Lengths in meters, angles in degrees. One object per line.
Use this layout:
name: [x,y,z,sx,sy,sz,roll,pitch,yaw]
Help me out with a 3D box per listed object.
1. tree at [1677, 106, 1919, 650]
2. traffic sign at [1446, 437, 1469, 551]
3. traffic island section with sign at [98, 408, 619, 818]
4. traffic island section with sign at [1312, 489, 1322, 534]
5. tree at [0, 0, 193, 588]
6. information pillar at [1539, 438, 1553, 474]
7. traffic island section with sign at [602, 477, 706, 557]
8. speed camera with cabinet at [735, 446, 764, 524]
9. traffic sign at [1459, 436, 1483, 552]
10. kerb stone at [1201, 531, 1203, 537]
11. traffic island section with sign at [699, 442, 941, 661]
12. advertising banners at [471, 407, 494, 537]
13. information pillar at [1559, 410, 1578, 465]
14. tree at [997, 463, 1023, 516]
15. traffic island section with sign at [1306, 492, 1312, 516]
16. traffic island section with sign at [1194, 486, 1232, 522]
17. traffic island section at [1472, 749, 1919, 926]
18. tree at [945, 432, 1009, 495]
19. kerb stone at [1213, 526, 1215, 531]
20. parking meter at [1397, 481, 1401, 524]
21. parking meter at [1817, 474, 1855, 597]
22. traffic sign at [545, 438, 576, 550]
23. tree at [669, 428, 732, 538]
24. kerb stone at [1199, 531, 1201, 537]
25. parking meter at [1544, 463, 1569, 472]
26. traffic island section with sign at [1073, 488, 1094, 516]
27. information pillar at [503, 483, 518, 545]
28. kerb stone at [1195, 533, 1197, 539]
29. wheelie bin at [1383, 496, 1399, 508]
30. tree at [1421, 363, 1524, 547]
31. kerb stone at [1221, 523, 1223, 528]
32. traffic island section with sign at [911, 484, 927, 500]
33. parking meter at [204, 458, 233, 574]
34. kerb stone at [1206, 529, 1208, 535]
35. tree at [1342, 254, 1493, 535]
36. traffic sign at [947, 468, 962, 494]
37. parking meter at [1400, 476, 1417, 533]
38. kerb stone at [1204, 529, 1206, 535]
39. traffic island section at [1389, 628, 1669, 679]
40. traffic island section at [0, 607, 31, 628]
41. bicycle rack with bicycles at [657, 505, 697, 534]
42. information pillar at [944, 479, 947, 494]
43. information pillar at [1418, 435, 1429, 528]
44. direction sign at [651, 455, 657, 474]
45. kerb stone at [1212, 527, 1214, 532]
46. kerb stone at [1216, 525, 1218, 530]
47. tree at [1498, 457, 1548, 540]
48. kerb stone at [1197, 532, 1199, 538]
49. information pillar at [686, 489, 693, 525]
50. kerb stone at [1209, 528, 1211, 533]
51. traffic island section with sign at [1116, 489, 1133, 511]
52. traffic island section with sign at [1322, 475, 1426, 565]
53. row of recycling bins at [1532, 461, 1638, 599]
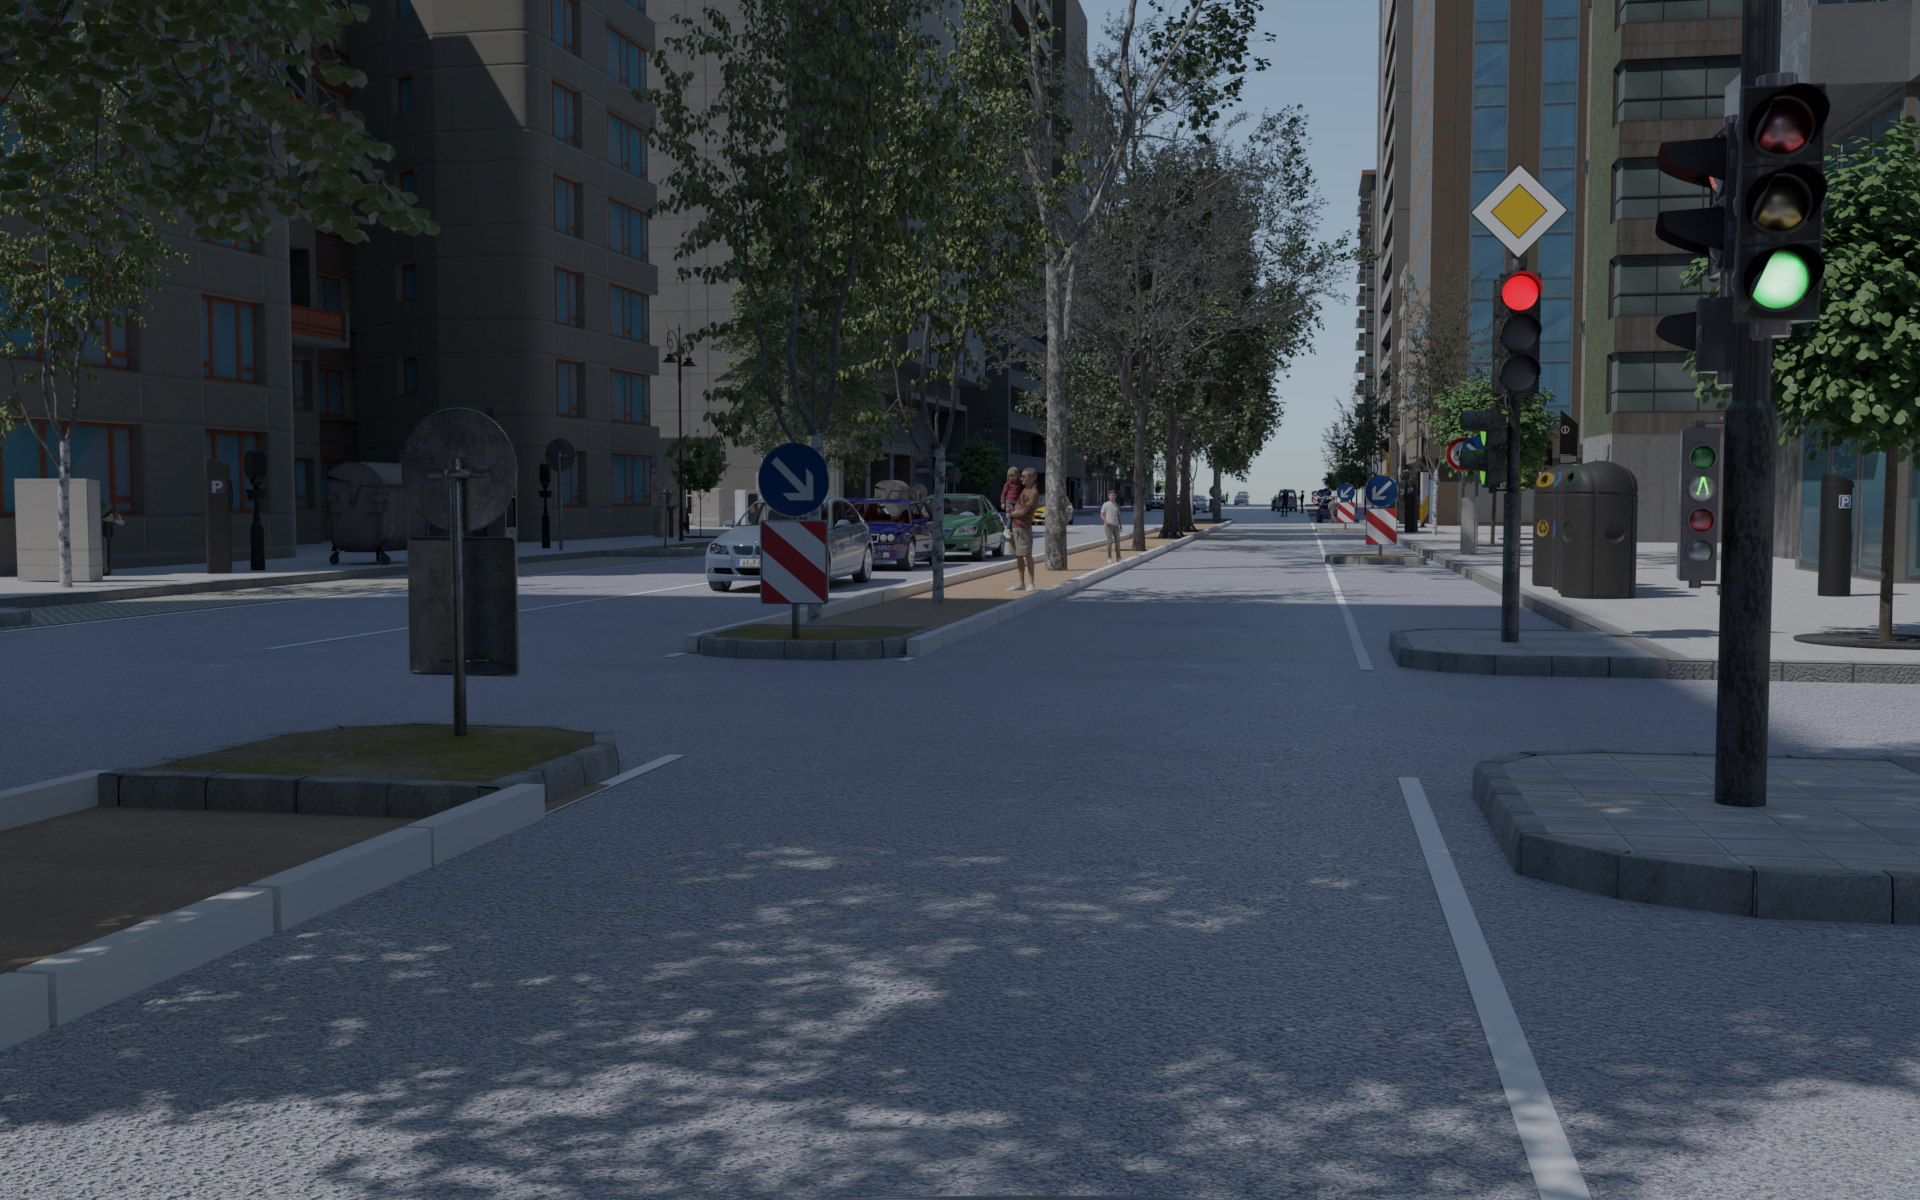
tree: [8.022,-1.897,14.722,4.285,4.588,4.351,0,3,0]
traffic sign: [11.239,-2.360,38.699,0.768,2.556,0.104,1,4,20]
traffic island section with sign: [-2.781,-0.030,8.635,2.006,1.907,1.989,1,4,11]
traffic island section with sign: [13.980,-3.345,63.324,1.989,1.847,2.006,1,4,11]
tree: [-12.415,-4.488,23.746,4.737,8.622,4.395,0,3,0]
information pillar: [22.140,-4.536,65.526,0.504,3.616,0.183,0,4,-6]
traffic island section with sign: [-6.975,-1.923,40.062,1.989,1.847,2.006,1,4,11]
speed camera with cabinet: [-8.261,-4.635,70.124,0.660,3.252,2.038,2,4,31]
traffic sign: [11.384,-2.327,38.159,0.768,2.556,0.104,1,4,20]
kerb stone: [7.807,-2.126,56.973,0.120,0.150,1.000,1,4,11]
traffic island section with sign: [-1.341,-0.475,15.901,2.006,1.907,1.989,1,4,11]
advertising banners: [-9.855,-2.420,35.760,0.090,3.025,2.074,-2,4,-27]
information pillar: [16.833,-3.463,47.976,0.504,3.616,0.183,2,4,27]
tree: [2.788,-6.664,103.552,1.663,3.219,1.824,0,3,0]
traffic island section with sign: [23.762,-6.381,112.956,1.989,1.847,2.006,1,4,11]
traffic island section with sign: [13.168,-4.984,89.631,2.006,1.907,1.989,1,4,11]
traffic island section: [3.255,0.922,7.207,2.009,0.180,2.903,1,4,11]
tree: [1.016,-6.529,90.461,4.285,4.588,4.351,0,3,0]
kerb stone: [9.392,-2.614,65.026,0.120,0.150,1.000,1,4,11]
parking meter: [18.762,-4.138,73.370,0.255,1.863,0.399,2,4,24]
parking meter: [10.993,-0.815,21.739,0.372,1.533,0.369,0,3,0]
traffic sign: [-9.117,-2.408,39.485,0.768,2.556,0.104,1,4,14]
tree: [-7.664,-3.440,50.851,1.663,3.219,1.824,0,3,0]
kerb stone: [7.620,-2.066,55.968,0.120,0.150,1.000,1,4,11]
parking meter: [11.178,-1.637,32.474,0.399,1.863,0.255,3,4,38]
traffic island section with sign: [7.920,-6.552,115.755,1.989,1.847,2.006,1,4,11]
information pillar: [-11.101,-2.339,42.734,0.304,2.012,0.304,-1,4,-23]
kerb stone: [7.218,-1.943,53.956,0.120,0.150,1.000,1,4,11]
wheelie bin: [19.624,-4.384,79.591,0.980,1.594,0.693,0,4,4]
tree: [13.040,-3.598,42.534,4.285,4.588,4.351,0,3,0]
kerb stone: [10.586,-2.985,71.058,0.120,0.150,1.000,1,4,11]
traffic island section with sign: [-1.645,-3.578,67.126,1.989,1.847,2.006,1,4,11]
parking meter: [-11.922,-1.356,27.886,0.399,1.863,0.255,-1,4,-17]
kerb stone: [8.406,-2.312,59.990,0.120,0.150,1.000,1,4,11]
tree: [15.050,-6.352,54.210,4.360,8.622,3.978,0,3,0]
traffic sign: [-0.297,-5.225,85.540,0.768,2.556,0.104,1,4,12]
parking meter: [14.989,-3.177,57.662,0.399,1.863,0.255,2,4,26]
kerb stone: [8.206,-2.250,58.978,0.120,0.150,1.000,1,4,11]
traffic island section: [4.797,0.443,15.042,2.009,0.180,2.903,1,4,11]
traffic island section: [-11.285,0.249,18.202,2.009,0.180,2.903,1,4,11]
bicycle rack with bicycles: [-9.879,-2.641,56.568,2.852,0.926,2.925,0,4,-6]
information pillar: [-0.823,-4.732,81.865,0.304,2.012,0.304,-3,4,-37]
information pillar: [17.759,-4.578,66.212,0.183,3.616,0.504,3,5,44]
direction sign: [-12.286,-4.630,67.694,0.876,3.537,0.379,0,4,-6]
kerb stone: [9.201,-2.554,64.022,0.120,0.150,1.000,1,4,11]
kerb stone: [9.797,-2.737,67.045,0.120,0.150,1.000,1,4,11]
tree: [15.629,-3.290,48.399,1.663,3.219,1.824,0,3,0]
kerb stone: [7.417,-2.004,54.960,0.120,0.150,1.000,1,4,11]
information pillar: [-11.132,-4.114,71.753,0.304,2.012,0.304,1,4,22]
kerb stone: [8.800,-2.435,62.012,0.120,0.150,1.000,1,4,11]
traffic island section with sign: [13.199,-8.189,142.525,1.989,1.847,2.006,1,4,11]
traffic island section with sign: [8.605,-1.673,35.978,1.989,1.847,2.006,1,4,11]
row of recycling bins: [8.213,-0.956,22.751,1.069,1.692,3.534,1,4,11]
